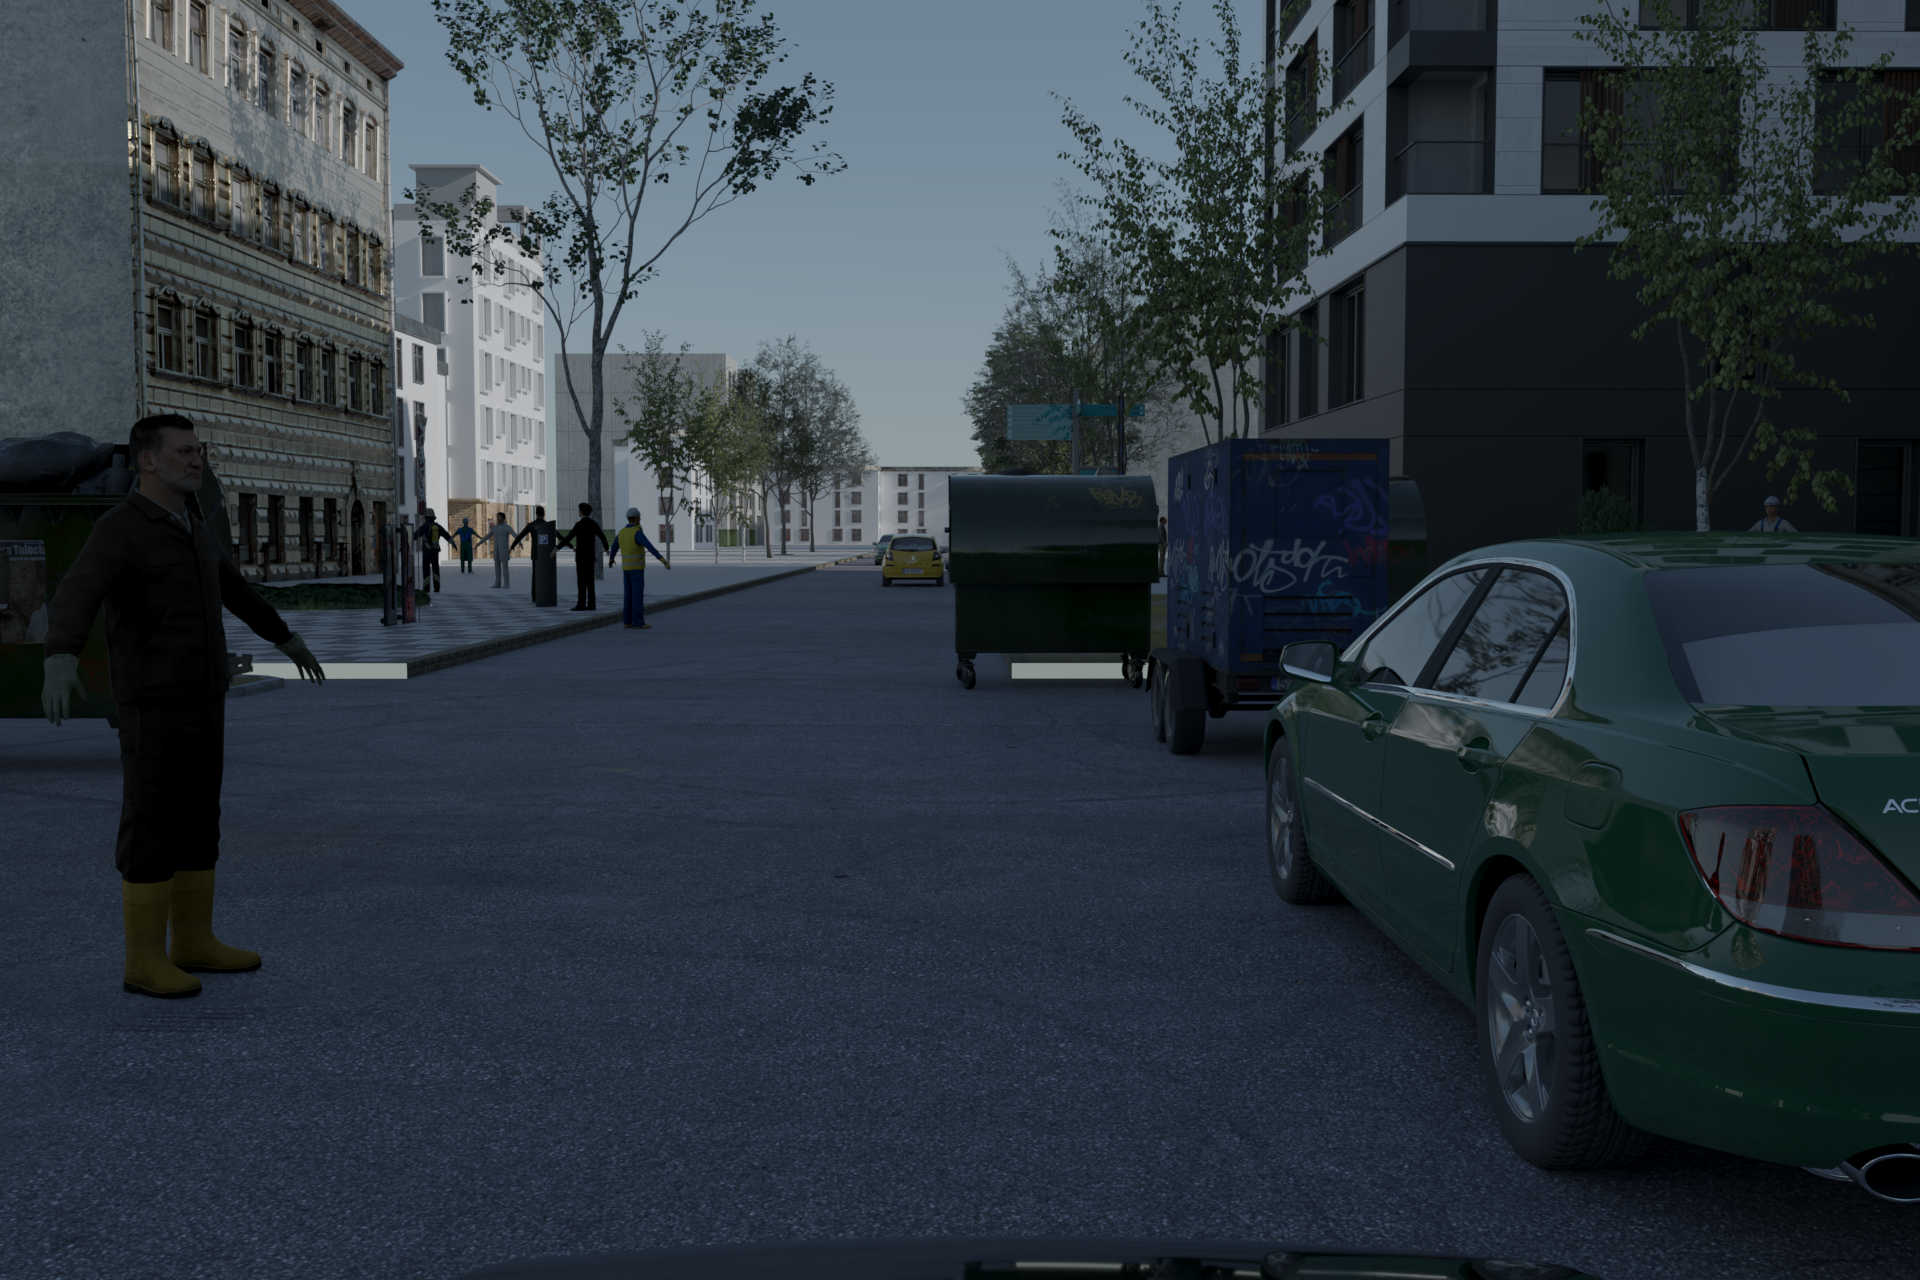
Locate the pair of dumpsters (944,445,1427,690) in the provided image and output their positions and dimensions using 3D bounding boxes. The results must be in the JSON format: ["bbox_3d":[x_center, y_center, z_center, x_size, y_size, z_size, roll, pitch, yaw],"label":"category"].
[{"bbox_3d":[2.070,-0.705,16.475,4.436,2.255,1.574,0,4,-1],"label":"pair of dumpsters"}]

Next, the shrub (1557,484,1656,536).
[{"bbox_3d":[10.016,-1.406,27.033,1.661,2.075,1.752,0,3,0],"label":"shrub"}]

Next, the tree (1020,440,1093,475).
[{"bbox_3d":[4.922,-8.591,90.822,4.737,8.622,4.395,0,3,0],"label":"tree"}]

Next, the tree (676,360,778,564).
[{"bbox_3d":[-10.191,-7.534,73.540,4.737,8.622,4.395,0,3,0],"label":"tree"}]

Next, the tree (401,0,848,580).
[{"bbox_3d":[-9.563,-11.828,49.285,12.611,20.169,13.585,0,3,0],"label":"tree"}]

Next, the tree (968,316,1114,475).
[{"bbox_3d":[4.891,-11.811,99.764,9.857,13.997,8.962,0,3,0],"label":"tree"}]

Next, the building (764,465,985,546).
[{"bbox_3d":[-9.684,-16.374,212.311,28.070,9.664,9.099,0,4,1],"label":"building"}]

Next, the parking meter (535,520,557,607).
[{"bbox_3d":[-7.324,-1.359,30.636,0.372,1.533,0.369,0,3,0],"label":"parking meter"}]

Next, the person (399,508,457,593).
[{"bbox_3d":[-11.604,-1.966,37.927,1.354,1.856,0.705,-3,5,-43],"label":"person"}]

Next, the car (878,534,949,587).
[{"bbox_3d":[-1.302,-2.344,48.549,2.015,1.641,3.980,0,4,-1],"label":"car"}]

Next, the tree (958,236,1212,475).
[{"bbox_3d":[5.010,-9.788,70.400,12.009,13.543,11.850,0,3,0],"label":"tree"}]

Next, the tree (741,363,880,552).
[{"bbox_3d":[-10.684,-13.031,123.427,12.009,13.543,11.850,0,3,0],"label":"tree"}]

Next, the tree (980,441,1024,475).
[{"bbox_3d":[4.534,-11.549,123.243,7.601,10.594,8.767,0,4,6],"label":"tree"}]

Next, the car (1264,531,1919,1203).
[{"bbox_3d":[2.166,0.395,5.344,2.131,1.459,4.920,0,4,-1],"label":"car"}]

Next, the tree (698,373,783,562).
[{"bbox_3d":[-9.914,-7.886,79.292,4.360,8.622,3.978,0,3,0],"label":"tree"}]

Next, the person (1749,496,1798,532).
[{"bbox_3d":[12.179,-1.235,26.044,0.705,1.847,1.347,-3,5,-42],"label":"person"}]

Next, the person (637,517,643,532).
[{"bbox_3d":[-9.382,-2.706,50.217,0.705,1.833,1.349,-1,4,-10],"label":"person"}]

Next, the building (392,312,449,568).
[{"bbox_3d":[-25.863,-7.899,71.293,9.099,9.664,28.070,0,4,0],"label":"building"}]

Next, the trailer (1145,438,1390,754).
[{"bbox_3d":[2.050,-0.322,12.309,1.471,1.999,3.904,0,4,-1],"label":"trailer"}]

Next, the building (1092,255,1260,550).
[{"bbox_3d":[20.246,-19.218,145.147,19.493,23.208,18.063,0,4,-1],"label":"building"}]

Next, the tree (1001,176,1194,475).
[{"bbox_3d":[3.352,-5.179,35.040,4.360,8.622,3.978,0,3,0],"label":"tree"}]

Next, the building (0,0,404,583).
[{"bbox_3d":[-27.500,-13.203,46.804,19.493,23.208,18.063,0,4,-1],"label":"building"}]

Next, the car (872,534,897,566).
[{"bbox_3d":[-2.984,-4.187,80.249,2.131,1.459,4.920,0,4,0],"label":"car"}]

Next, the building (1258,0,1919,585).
[{"bbox_3d":[21.547,-12.387,46.507,27.936,21.610,32.646,0,4,-1],"label":"building"}]

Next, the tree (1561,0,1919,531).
[{"bbox_3d":[8.719,-4.246,19.785,4.737,8.622,4.395,0,3,0],"label":"tree"}]

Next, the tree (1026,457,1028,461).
[{"bbox_3d":[5.104,-10.161,116.495,4.360,8.622,3.978,0,3,0],"label":"tree"}]

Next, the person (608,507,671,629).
[{"bbox_3d":[-4.921,-1.090,26.250,1.349,1.833,0.705,3,4,39],"label":"person"}]

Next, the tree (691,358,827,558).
[{"bbox_3d":[-10.534,-9.667,92.460,7.601,10.594,8.767,1,4,9],"label":"tree"}]

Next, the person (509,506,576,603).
[{"bbox_3d":[-7.823,-1.599,32.372,1.346,1.802,0.704,1,4,9],"label":"person"}]

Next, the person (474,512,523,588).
[{"bbox_3d":[-10.909,-2.137,41.127,1.347,1.806,0.705,1,4,20],"label":"person"}]

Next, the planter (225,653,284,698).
[{"bbox_3d":[-7.308,0.333,15.699,1.991,0.319,1.994,0,4,0],"label":"planter"}]

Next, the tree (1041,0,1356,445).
[{"bbox_3d":[3.357,-4.438,22.921,4.737,8.622,4.395,0,3,0],"label":"tree"}]

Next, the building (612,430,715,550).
[{"bbox_3d":[-26.213,-12.936,153.651,9.099,9.664,28.070,0,4,-1],"label":"building"}]

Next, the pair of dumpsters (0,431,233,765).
[{"bbox_3d":[-6.995,-0.354,10.735,4.436,2.255,1.574,0,4,-1],"label":"pair of dumpsters"}]

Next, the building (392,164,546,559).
[{"bbox_3d":[-29.519,-14.289,90.045,16.016,20.090,11.380,0,4,-1],"label":"building"}]

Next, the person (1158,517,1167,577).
[{"bbox_3d":[6.047,-2.764,51.460,0.705,1.796,1.348,0,4,7],"label":"person"}]

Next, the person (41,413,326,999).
[{"bbox_3d":[-2.479,0.189,5.504,0.704,1.812,1.346,1,4,11],"label":"person"}]

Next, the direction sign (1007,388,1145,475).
[{"bbox_3d":[2.119,-2.600,31.280,2.525,3.948,1.411,0,4,1],"label":"direction sign"}]

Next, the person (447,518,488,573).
[{"bbox_3d":[-16.139,-3.090,56.648,1.347,1.817,0.704,0,4,4],"label":"person"}]

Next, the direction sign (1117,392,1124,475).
[{"bbox_3d":[2.600,-2.212,28.160,0.379,3.537,0.876,0,4,0],"label":"direction sign"}]

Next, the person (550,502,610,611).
[{"bbox_3d":[-6.283,-1.391,28.936,0.705,1.806,1.347,2,4,31],"label":"person"}]

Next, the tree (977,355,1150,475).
[{"bbox_3d":[5.046,-9.169,84.323,8.767,10.594,7.601,0,4,1],"label":"tree"}]

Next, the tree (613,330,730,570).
[{"bbox_3d":[-10.433,-6.827,61.979,4.737,8.622,4.395,0,3,0],"label":"tree"}]

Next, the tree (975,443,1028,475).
[{"bbox_3d":[5.079,-10.643,108.424,8.767,10.594,7.601,0,4,3],"label":"tree"}]

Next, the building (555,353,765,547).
[{"bbox_3d":[-31.176,-19.510,185.453,16.747,18.905,31.486,0,4,0],"label":"building"}]

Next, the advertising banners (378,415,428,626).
[{"bbox_3d":[-7.963,-1.756,24.899,0.090,3.025,2.074,0,4,1],"label":"advertising banners"}]

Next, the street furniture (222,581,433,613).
[{"bbox_3d":[-14.377,-0.941,31.015,10.072,0.657,5.734,3,5,40],"label":"street furniture"}]

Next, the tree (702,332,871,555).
[{"bbox_3d":[-10.802,-11.945,105.668,12.009,13.543,11.850,0,3,0],"label":"tree"}]
